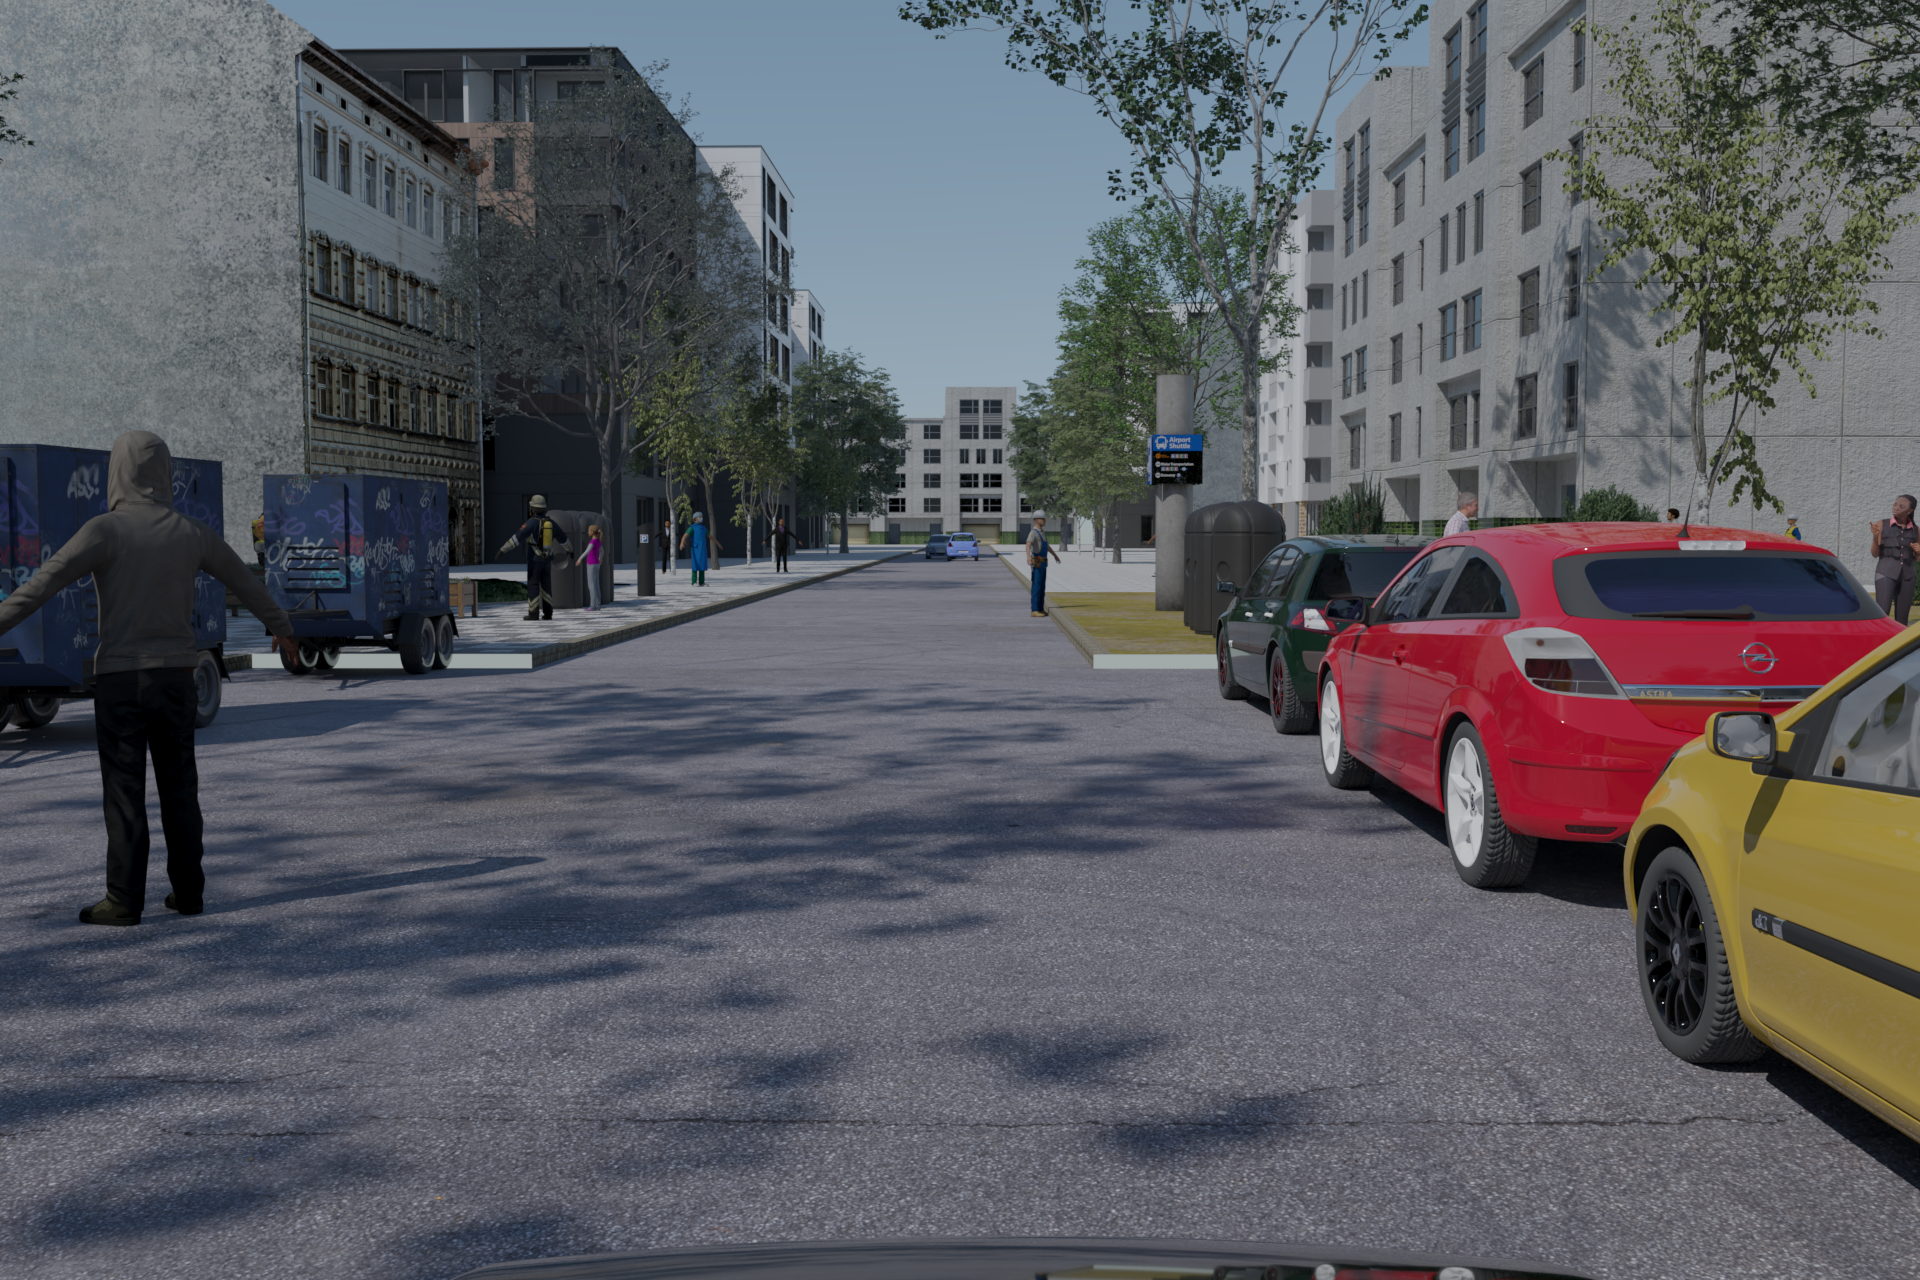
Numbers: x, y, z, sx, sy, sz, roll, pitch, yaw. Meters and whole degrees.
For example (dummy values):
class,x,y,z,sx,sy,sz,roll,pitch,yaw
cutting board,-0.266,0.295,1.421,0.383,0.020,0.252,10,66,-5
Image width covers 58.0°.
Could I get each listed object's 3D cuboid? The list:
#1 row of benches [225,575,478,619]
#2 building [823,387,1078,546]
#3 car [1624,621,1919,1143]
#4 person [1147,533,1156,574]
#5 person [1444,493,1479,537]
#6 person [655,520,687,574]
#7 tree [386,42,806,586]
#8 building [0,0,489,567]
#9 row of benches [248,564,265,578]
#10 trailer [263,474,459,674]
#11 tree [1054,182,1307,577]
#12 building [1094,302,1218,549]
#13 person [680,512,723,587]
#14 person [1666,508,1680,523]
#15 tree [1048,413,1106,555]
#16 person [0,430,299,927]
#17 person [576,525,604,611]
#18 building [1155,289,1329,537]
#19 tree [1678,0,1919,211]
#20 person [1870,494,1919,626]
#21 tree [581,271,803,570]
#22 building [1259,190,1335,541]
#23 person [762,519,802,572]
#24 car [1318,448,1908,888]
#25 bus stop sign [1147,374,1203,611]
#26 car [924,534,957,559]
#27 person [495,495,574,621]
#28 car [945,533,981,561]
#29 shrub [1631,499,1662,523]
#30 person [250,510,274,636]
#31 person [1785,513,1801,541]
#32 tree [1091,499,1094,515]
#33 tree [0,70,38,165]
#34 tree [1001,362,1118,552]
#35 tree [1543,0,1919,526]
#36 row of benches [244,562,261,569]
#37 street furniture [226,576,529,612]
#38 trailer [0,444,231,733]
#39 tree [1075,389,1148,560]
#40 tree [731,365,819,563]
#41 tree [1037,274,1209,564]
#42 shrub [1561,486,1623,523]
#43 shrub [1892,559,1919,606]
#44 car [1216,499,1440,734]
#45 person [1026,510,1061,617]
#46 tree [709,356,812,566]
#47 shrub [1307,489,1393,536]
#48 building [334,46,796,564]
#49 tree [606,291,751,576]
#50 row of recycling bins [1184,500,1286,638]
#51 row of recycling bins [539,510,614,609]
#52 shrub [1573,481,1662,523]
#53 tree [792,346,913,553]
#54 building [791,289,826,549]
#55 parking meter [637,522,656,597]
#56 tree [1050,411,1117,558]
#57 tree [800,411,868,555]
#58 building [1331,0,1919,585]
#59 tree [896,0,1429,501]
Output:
class,x,y,z,sx,sy,sz,roll,pitch,yaw
row of benches,-9.536,-0.685,26.660,4.104,0.672,1.422,0,4,5
building,-1.836,-21.148,214.687,31.486,18.905,16.747,0,4,-1
car,2.770,0.409,3.534,2.015,1.641,3.980,0,4,1
person,6.428,-3.008,55.328,0.704,1.843,1.345,-2,4,-28
person,5.228,-0.670,17.935,0.436,1.711,0.756,2,4,28
person,-9.398,-2.995,55.685,1.216,1.740,0.721,0,4,-5
tree,-8.743,-8.108,42.930,12.009,13.543,11.850,0,3,0
building,-29.113,-14.131,61.975,19.493,23.208,18.063,0,4,1
row of benches,-15.612,-1.273,36.270,4.104,0.672,1.422,1,4,18
trailer,-6.157,-0.626,17.280,1.471,1.999,3.904,0,4,0
tree,6.457,-7.674,51.225,9.928,11.665,9.643,0,3,0
building,26.827,-19.882,169.038,27.936,21.610,32.646,0,4,0
person,-6.334,-2.201,42.106,0.704,1.817,1.347,3,5,39
person,14.478,-1.779,35.279,0.705,1.806,1.347,1,4,16
tree,7.240,-9.422,104.405,4.737,8.622,4.395,0,3,0
person,-3.044,0.131,6.448,0.705,1.813,1.348,3,4,38
person,-6.150,-1.196,28.816,0.599,1.433,0.991,1,4,10
building,26.379,-19.051,142.409,19.493,23.208,18.063,0,4,1
tree,8.740,-4.728,11.716,7.601,10.594,8.767,-3,5,-43
person,8.520,-0.506,15.779,0.593,1.643,0.415,-3,4,-38
tree,-9.013,-7.784,61.673,7.601,10.594,8.767,2,4,26
building,22.022,-14.684,96.498,16.016,20.090,11.380,0,4,1
person,-5.974,-3.172,58.091,1.346,1.802,0.704,-1,4,-14
car,2.957,0.034,8.484,2.155,1.783,4.494,0,4,1
bus stop sign,3.581,-2.440,28.917,0.837,3.901,0.837,0,4,1
car,-1.078,-5.400,100.289,2.014,1.417,4.499,0,4,1
person,-6.274,-1.222,25.767,0.705,1.856,1.354,3,5,42
car,0.157,-5.073,92.528,1.945,1.707,3.694,0,4,0
shrub,12.368,-1.689,32.033,1.690,2.028,1.600,0,3,0
person,-8.610,-0.985,21.870,0.705,1.858,1.354,0,4,1
person,19.554,-2.108,40.934,0.721,1.772,1.216,0,4,4
tree,18.156,-15.852,209.538,4.360,8.622,3.978,0,3,0
tree,-12.376,-4.882,14.240,8.767,10.594,7.601,-3,4,-37
tree,7.434,-13.328,124.575,9.857,13.997,8.962,0,3,0
tree,9.315,-4.316,20.929,4.737,8.622,4.395,0,3,0
row of benches,-14.119,-1.393,38.232,4.104,0.672,1.422,0,4,8
street furniture,-13.015,-0.954,31.225,10.072,0.657,5.734,0,4,-2
trailer,-6.294,-0.286,11.727,1.471,1.999,3.904,0,4,1
tree,6.842,-8.210,84.597,4.360,8.622,3.978,0,3,0
tree,-8.193,-7.664,75.662,4.360,8.622,3.978,0,3,0
tree,7.044,-9.534,74.010,7.486,12.596,7.792,0,3,0
shrub,10.385,-1.488,28.378,1.661,2.075,1.752,0,3,0
shrub,17.059,-1.221,31.073,1.383,1.207,1.383,0,3,0
car,3.120,-0.245,13.799,2.009,1.686,4.222,0,4,0
person,1.395,-1.327,30.002,0.705,1.847,1.347,2,4,25
tree,-8.370,-7.314,69.945,4.737,8.622,4.395,0,3,0
shrub,6.300,-1.467,28.407,1.690,2.028,1.600,0,3,0
building,-24.420,-15.022,89.584,27.936,21.610,32.646,0,4,2
tree,-8.643,-6.304,53.429,4.737,8.622,4.395,0,3,0
row of recycling bins,3.510,-0.950,22.650,1.069,1.692,3.534,0,3,0
row of recycling bins,-6.890,-1.470,31.143,1.069,1.692,3.534,0,3,0
shrub,9.696,-1.342,25.986,1.661,2.075,1.752,0,3,0
tree,-7.834,-12.789,115.752,9.857,13.997,8.962,0,3,0
building,-26.593,-18.285,142.931,27.936,21.610,32.646,0,4,1
parking meter,-6.465,-1.667,35.672,0.372,1.533,0.369,0,3,0
tree,7.426,-8.780,93.921,4.360,8.622,3.978,0,3,0
tree,-7.713,-9.393,103.936,4.737,8.622,4.395,0,3,0
building,24.116,-11.743,58.454,16.747,18.905,31.486,0,4,1
tree,5.397,-11.255,39.914,12.611,20.169,13.585,0,3,0
